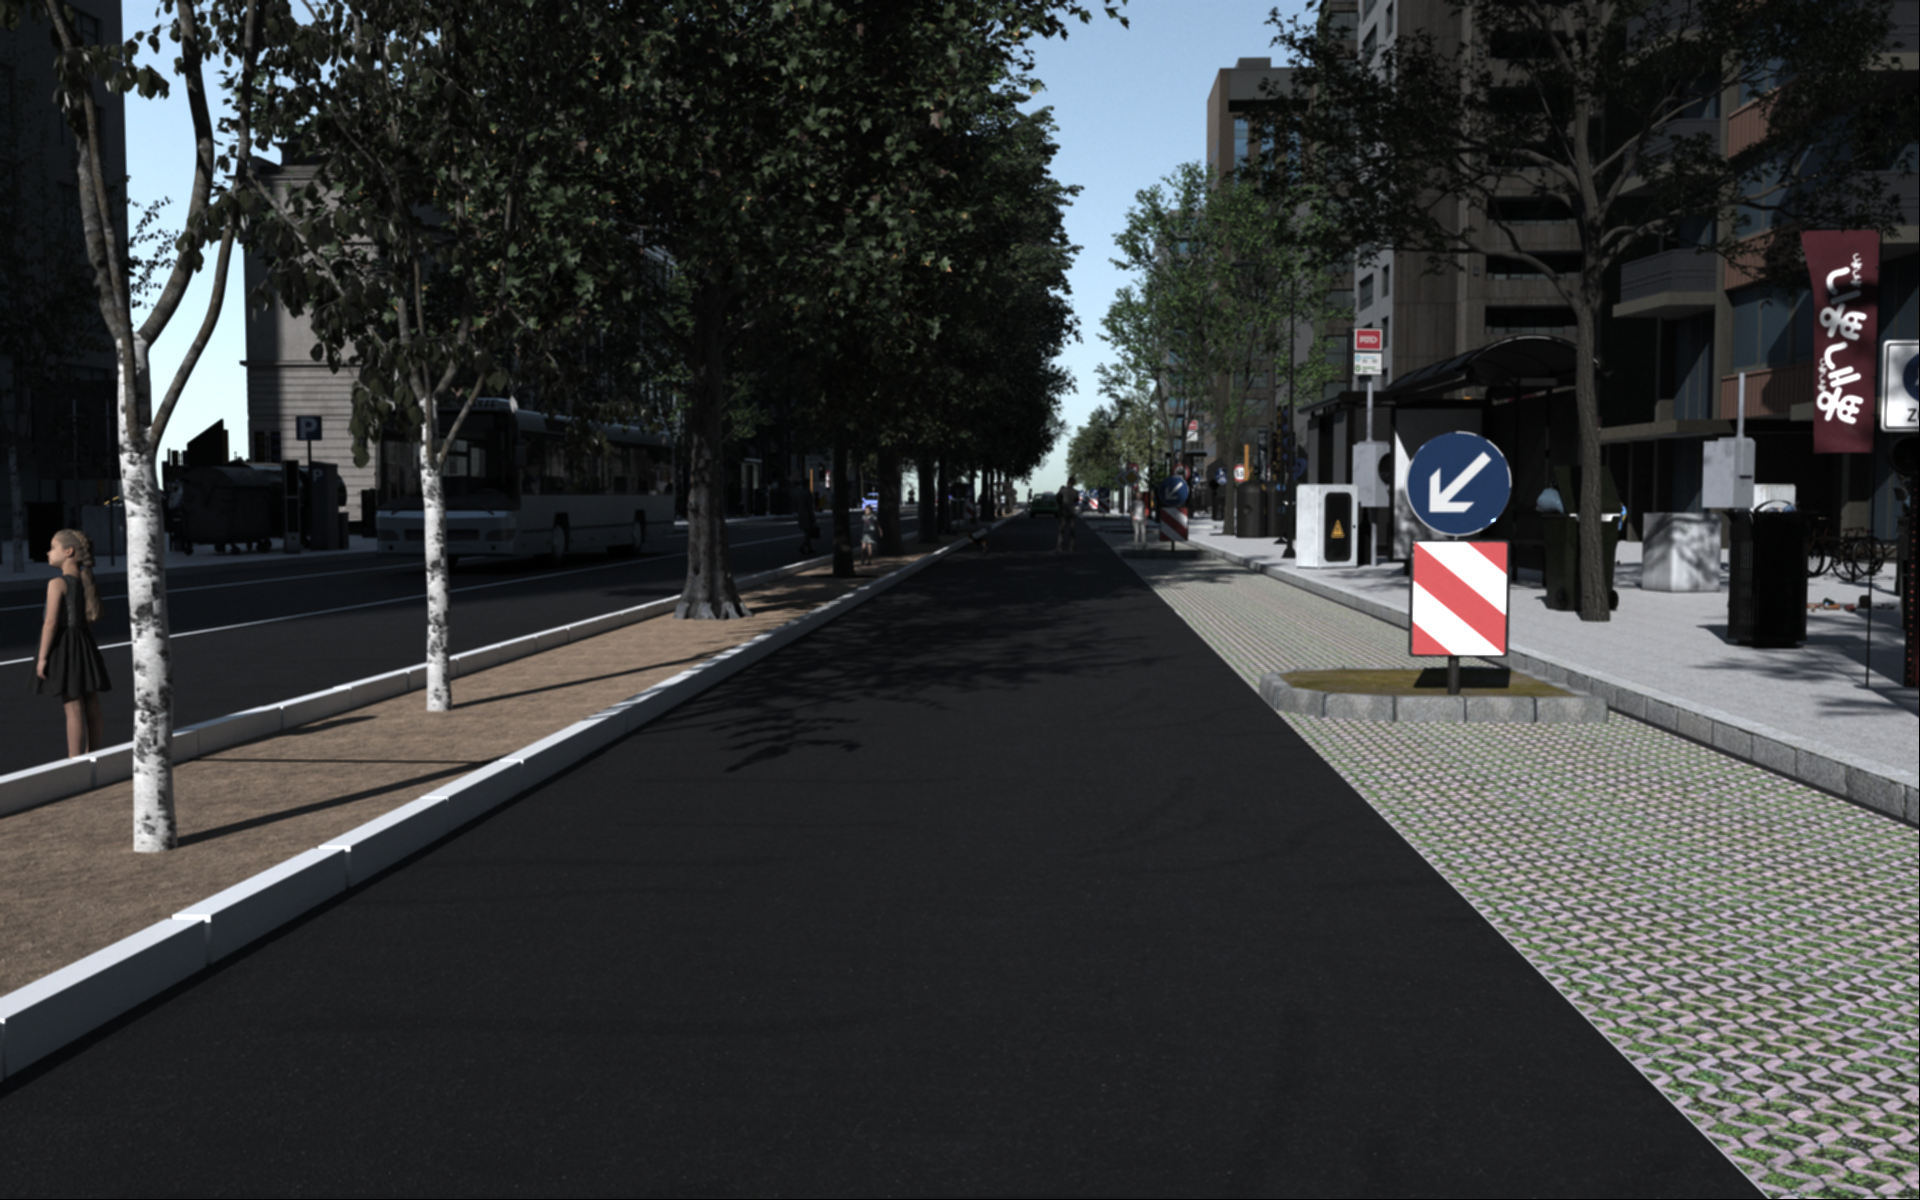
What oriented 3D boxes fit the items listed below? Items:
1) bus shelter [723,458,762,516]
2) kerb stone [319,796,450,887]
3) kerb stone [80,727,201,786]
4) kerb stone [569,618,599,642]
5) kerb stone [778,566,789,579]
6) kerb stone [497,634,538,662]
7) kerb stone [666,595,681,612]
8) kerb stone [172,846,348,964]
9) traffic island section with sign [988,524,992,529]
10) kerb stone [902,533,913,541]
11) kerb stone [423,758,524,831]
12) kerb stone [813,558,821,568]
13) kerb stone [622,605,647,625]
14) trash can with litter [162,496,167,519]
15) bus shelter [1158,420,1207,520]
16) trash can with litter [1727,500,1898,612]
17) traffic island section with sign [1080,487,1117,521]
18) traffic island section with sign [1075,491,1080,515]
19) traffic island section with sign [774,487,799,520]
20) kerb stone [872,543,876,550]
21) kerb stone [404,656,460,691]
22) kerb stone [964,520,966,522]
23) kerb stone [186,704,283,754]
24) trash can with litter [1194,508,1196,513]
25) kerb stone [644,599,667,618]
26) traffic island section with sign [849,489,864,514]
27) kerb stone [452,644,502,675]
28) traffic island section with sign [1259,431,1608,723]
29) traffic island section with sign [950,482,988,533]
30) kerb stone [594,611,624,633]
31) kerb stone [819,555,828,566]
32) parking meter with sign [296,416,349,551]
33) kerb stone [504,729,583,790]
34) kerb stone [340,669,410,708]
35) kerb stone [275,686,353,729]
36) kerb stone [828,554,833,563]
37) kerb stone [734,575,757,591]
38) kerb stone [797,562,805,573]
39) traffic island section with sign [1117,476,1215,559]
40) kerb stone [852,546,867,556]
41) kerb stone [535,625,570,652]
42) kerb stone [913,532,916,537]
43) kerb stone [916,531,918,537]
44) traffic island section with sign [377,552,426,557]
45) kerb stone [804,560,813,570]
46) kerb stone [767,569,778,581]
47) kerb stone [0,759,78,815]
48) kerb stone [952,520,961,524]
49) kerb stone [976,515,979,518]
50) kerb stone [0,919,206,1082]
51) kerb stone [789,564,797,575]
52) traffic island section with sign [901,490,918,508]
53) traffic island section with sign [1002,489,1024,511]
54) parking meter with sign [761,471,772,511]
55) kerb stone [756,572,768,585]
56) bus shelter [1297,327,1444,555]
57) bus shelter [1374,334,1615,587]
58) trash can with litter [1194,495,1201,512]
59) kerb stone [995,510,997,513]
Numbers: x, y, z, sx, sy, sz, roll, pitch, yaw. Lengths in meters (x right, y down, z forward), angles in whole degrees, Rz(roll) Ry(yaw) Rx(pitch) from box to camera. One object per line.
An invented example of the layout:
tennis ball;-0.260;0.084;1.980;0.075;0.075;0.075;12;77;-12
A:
bus shelter;-13.370;-7.548;101.038;2.179;5.291;8.768;0;4;3
kerb stone;-2.250;0.941;6.810;0.120;0.150;1.000;0;4;3
kerb stone;-4.234;0.812;8.927;0.120;0.150;1.000;0;4;3
kerb stone;-3.784;0.310;17.123;0.120;0.150;1.000;0;4;3
kerb stone;-3.090;-0.442;29.420;0.120;0.150;1.000;0;4;3
kerb stone;-3.903;0.436;15.070;0.120;0.150;1.000;0;4;3
kerb stone;-3.556;0.062;21.220;0.120;0.150;1.000;0;4;3
kerb stone;-2.314;1.005;5.780;0.120;0.150;1.000;0;4;3
traffic island section with sign;0.315;-3.895;71.812;2.006;1.907;1.989;0;4;3
kerb stone;-1.674;-2.004;55.003;0.120;0.150;1.000;0;4;3
kerb stone;-2.198;0.879;7.831;0.120;0.150;1.000;0;4;3
kerb stone;-2.872;-0.687;33.507;0.120;0.150;1.000;0;4;3
kerb stone;-3.672;0.188;19.173;0.120;0.150;1.000;0;4;3
trash can with litter;-45.977;-5.353;98.583;1.678;1.210;2.233;-2;4;-30
bus shelter;11.633;-6.951;91.288;2.179;5.291;8.768;0;4;3
trash can with litter;9.530;-0.505;19.308;2.233;1.210;1.678;0;4;-5
traffic island section with sign;7.673;-5.212;93.841;1.989;1.847;2.006;0;4;3
traffic island section with sign;9.181;-6.867;120.899;1.989;1.847;2.006;0;4;3
traffic island section with sign;-9.096;-5.301;95.304;1.989;1.847;2.006;0;4;3
kerb stone;-2.299;-1.317;43.730;0.120;0.150;1.000;0;4;3
kerb stone;-4.012;0.561;13.023;0.120;0.150;1.000;0;4;3
kerb stone;0.128;-3.979;87.251;0.120;0.150;1.000;0;4;3
kerb stone;-4.187;0.749;9.954;0.120;0.150;1.000;0;4;3
trash can with litter;15.861;-6.649;120.100;0.624;1.170;1.055;3;5;43
kerb stone;-3.615;0.124;20.199;0.120;0.150;1.000;0;4;3
traffic island section with sign;-7.572;-6.967;122.532;1.989;1.847;2.006;0;4;3
kerb stone;-3.956;0.498;14.049;0.120;0.150;1.000;0;4;3
traffic island section with sign;3.093;-0.191;11.755;1.989;1.847;2.006;0;4;3
traffic island section with sign;-0.107;-3.442;64.417;2.006;1.907;1.989;0;4;3
kerb stone;-3.730;0.248;18.144;0.120;0.150;1.000;0;4;3
kerb stone;-2.807;-0.754;34.527;0.120;0.150;1.000;0;4;3
parking meter with sign;-14.492;-2.646;39.520;0.543;3.016;1.738;0;4;2
kerb stone;-2.138;0.816;8.857;0.120;0.150;1.000;0;4;3
kerb stone;-4.074;0.623;12.002;0.120;0.150;1.000;0;4;3
kerb stone;-4.125;0.690;10.980;0.120;0.150;1.000;0;4;3
kerb stone;-2.757;-0.817;35.548;0.120;0.150;1.000;0;4;3
kerb stone;-3.271;-0.254;26.342;0.120;0.150;1.000;0;4;3
kerb stone;-2.987;-0.563;31.466;0.120;0.150;1.000;0;4;3
traffic island section with sign;4.609;-1.837;38.667;1.989;1.847;2.006;0;4;3
kerb stone;-2.413;-1.192;41.689;0.120;0.150;1.000;0;4;3
kerb stone;-3.844;0.373;16.090;0.120;0.150;1.000;0;4;3
kerb stone;-1.610;-2.070;56.036;0.120;0.150;1.000;0;4;3
kerb stone;-1.569;-2.129;57.059;0.120;0.150;1.000;0;4;3
traffic island section with sign;-12.175;-1.926;40.114;1.989;1.847;2.006;0;4;3
kerb stone;-2.932;-0.629;32.486;0.120;0.150;1.000;0;4;3
kerb stone;-3.166;-0.377;28.397;0.120;0.150;1.000;0;4;3
kerb stone;-4.299;0.875;7.898;0.120;0.150;1.000;0;4;3
kerb stone;-0.152;-3.666;82.140;0.120;0.150;1.000;0;4;3
kerb stone;1.260;-5.225;107.723;0.120;0.150;1.000;0;4;3
kerb stone;-2.373;1.071;4.750;0.120;0.150;1.000;0;4;3
kerb stone;-3.038;-0.504;30.442;0.120;0.150;1.000;0;4;3
traffic island section with sign;-4.797;-10.013;172.342;1.989;1.847;2.006;0;4;3
traffic island section with sign;4.489;-8.483;146.835;2.006;1.907;1.989;0;4;3
parking meter with sign;-14.488;-8.145;129.431;1.738;3.016;0.543;3;4;36
kerb stone;-3.212;-0.317;27.372;0.120;0.150;1.000;0;4;3
bus shelter;8.992;-3.780;39.436;2.179;5.291;8.768;0;4;3
bus shelter;7.428;-1.887;24.774;2.014;3.302;5.546;0;4;3
trash can with litter;16.854;-6.968;124.990;1.678;1.210;2.233;0;4;-1
kerb stone;3.155;-7.298;141.521;0.120;0.150;1.000;0;4;3
